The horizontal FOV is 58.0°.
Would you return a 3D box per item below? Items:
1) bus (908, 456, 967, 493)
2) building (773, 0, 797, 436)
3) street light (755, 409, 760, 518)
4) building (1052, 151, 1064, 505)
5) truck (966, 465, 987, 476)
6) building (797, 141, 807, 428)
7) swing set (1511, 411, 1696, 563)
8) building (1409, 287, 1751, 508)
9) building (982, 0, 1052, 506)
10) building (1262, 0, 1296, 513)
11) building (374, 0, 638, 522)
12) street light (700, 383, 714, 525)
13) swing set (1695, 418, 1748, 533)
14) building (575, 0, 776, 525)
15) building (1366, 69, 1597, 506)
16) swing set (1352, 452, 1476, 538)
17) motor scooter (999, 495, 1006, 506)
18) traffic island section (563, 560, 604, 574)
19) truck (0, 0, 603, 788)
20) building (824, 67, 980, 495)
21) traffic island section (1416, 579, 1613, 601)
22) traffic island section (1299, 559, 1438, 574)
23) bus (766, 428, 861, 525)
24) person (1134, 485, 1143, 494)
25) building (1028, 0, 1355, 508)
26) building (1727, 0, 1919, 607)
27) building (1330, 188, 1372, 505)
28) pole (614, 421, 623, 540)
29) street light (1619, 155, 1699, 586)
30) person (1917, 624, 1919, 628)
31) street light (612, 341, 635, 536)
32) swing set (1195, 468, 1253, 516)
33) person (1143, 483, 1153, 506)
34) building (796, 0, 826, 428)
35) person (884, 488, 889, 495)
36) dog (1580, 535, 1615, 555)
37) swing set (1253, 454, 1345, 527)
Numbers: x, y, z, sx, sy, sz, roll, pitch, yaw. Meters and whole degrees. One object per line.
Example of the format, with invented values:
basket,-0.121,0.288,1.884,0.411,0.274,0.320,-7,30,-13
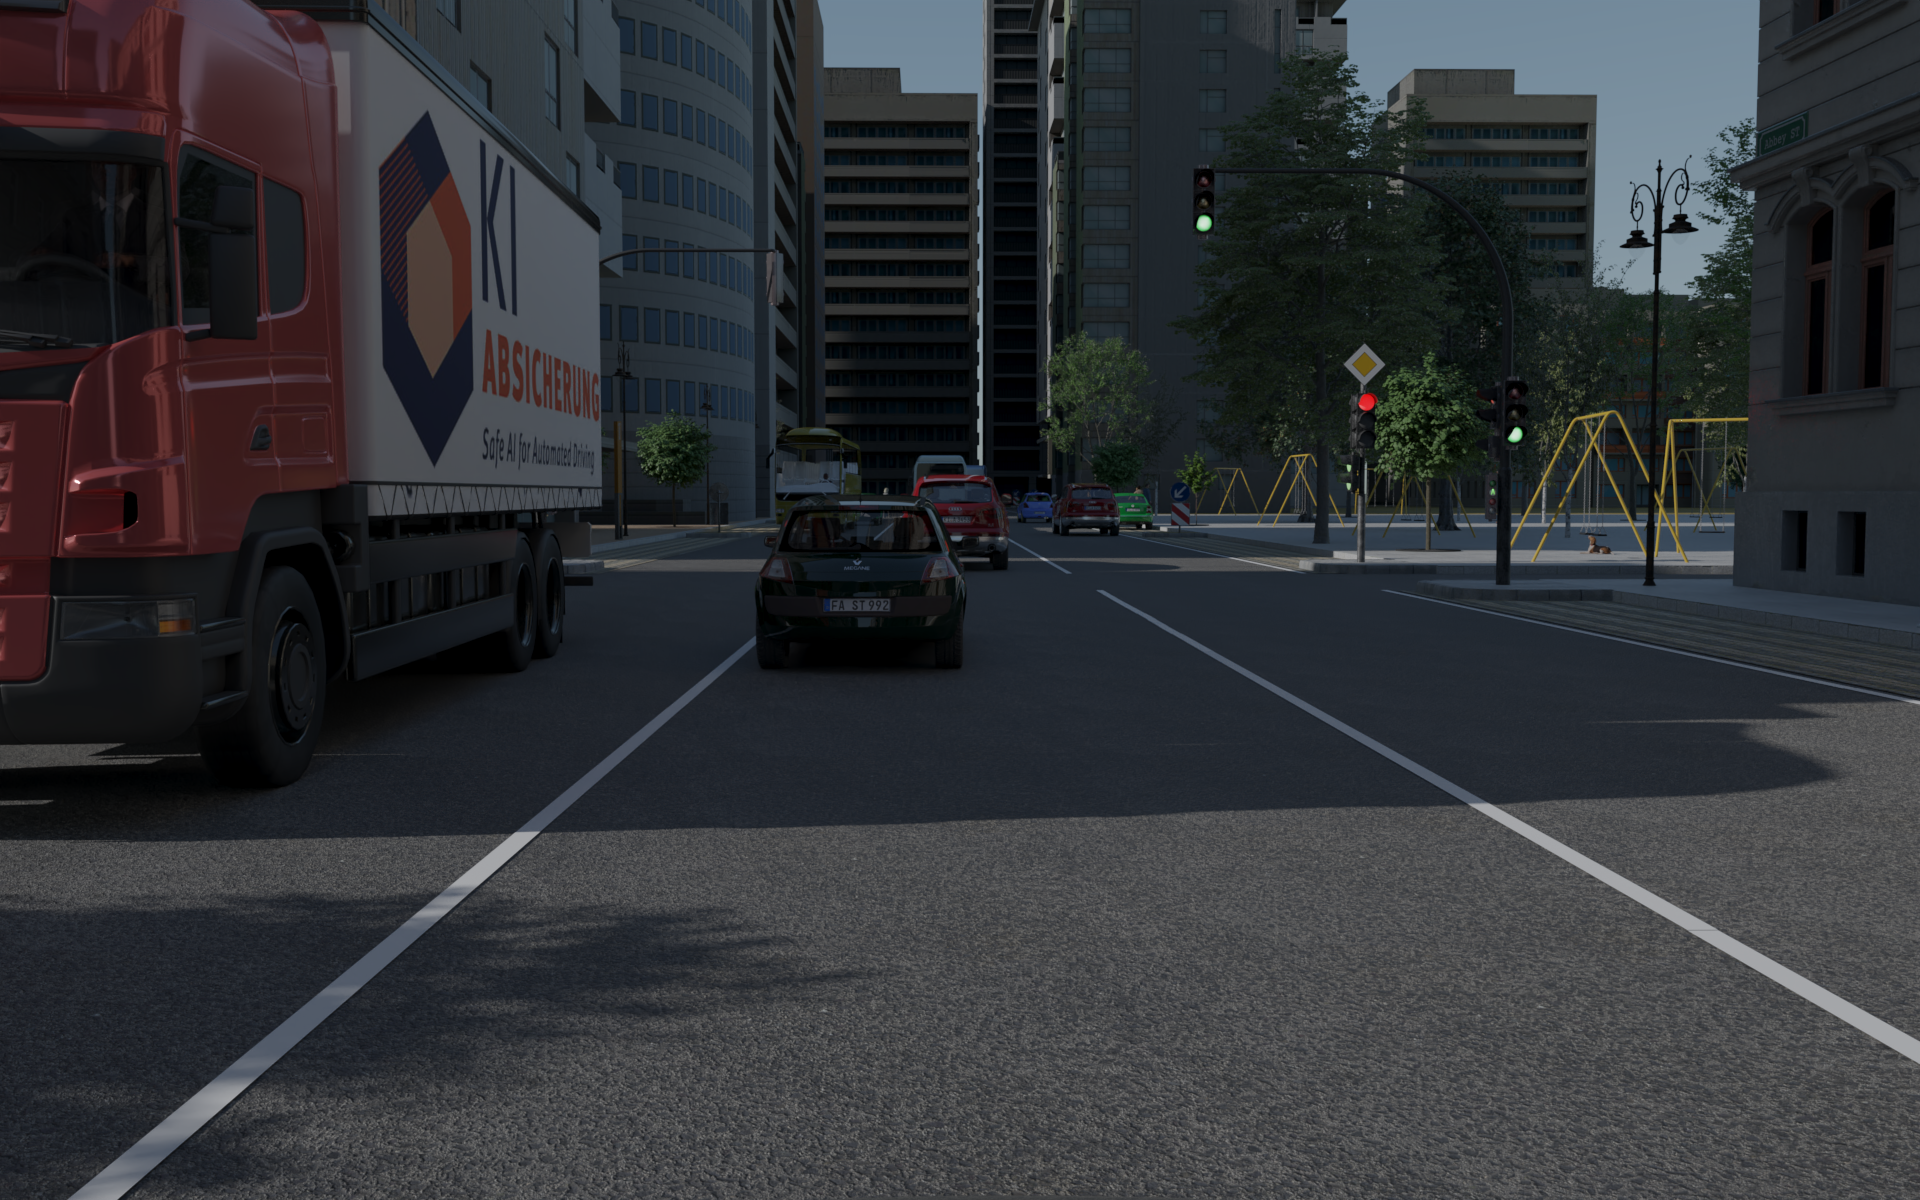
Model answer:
bus,-1.161,-5.772,89.232,2.948,3.499,13.247,0,4,-2
building,-22.461,-30.179,117.123,21.300,48.544,21.600,0,4,-1
street light,-10.899,-7.299,92.131,0.468,5.910,1.993,0,4,-1
building,14.806,-23.068,148.870,14.160,30.474,14.107,0,4,-1
truck,1.359,-10.166,155.976,2.967,4.110,18.799,0,4,0
building,-19.561,-22.271,135.830,14.160,30.474,14.107,0,4,-1
swing set,12.426,-2.227,34.023,2.862,2.851,3.119,0,4,7
building,62.860,-19.982,171.744,28.899,21.520,27.650,0,4,-1
building,13.097,-46.633,200.708,20.611,71.187,20.563,0,4,-1
building,14.917,-26.693,120.021,14.154,41.232,14.086,0,4,-1
building,-24.694,-27.998,47.014,28.713,52.752,27.495,0,4,-1
street light,-10.517,-6.080,72.188,0.468,5.910,1.993,0,4,-1
swing set,16.018,-2.332,35.750,3.119,2.851,2.862,2,4,31
building,-20.679,-33.071,82.704,21.231,58.520,28.212,0,4,-1
building,59.162,-35.344,201.569,21.600,48.544,21.300,0,4,-1
swing set,13.690,-3.336,52.165,2.862,2.851,3.119,0,4,-5
motor scooter,4.482,-10.265,180.602,0.815,1.314,1.986,0,4,0
traffic island section,-7.792,-0.608,32.227,2.009,0.180,2.903,0,4,-1
truck,-4.575,-1.400,11.799,2.839,4.237,11.283,0,4,-2
building,-8.746,-35.302,200.884,21.600,48.544,21.300,0,4,-1
traffic island section,7.694,-0.137,24.520,2.009,0.180,2.903,0,4,-1
traffic island section,7.547,-0.625,32.504,2.009,0.180,2.903,0,4,-1
bus,-5.471,-4.664,67.806,2.896,3.916,12.252,0,3,0
person,11.266,-6.286,108.833,1.348,1.823,0.705,0,4,4
building,21.736,-35.479,169.315,28.713,52.752,27.495,0,4,-1
building,17.223,-13.760,12.364,14.401,28.519,23.554,0,4,-1
building,35.472,-31.512,207.096,23.993,40.220,32.217,0,4,-1
pole,-9.579,-3.346,48.544,0.158,3.312,0.155,0,3,0
street light,9.656,-3.137,24.078,0.468,5.910,1.993,0,4,-1
person,9.531,-0.583,16.571,0.522,1.701,0.512,3,5,44
street light,-10.175,-4.879,52.560,0.468,5.910,1.993,0,4,-1
swing set,15.998,-6.508,104.017,2.862,2.851,3.119,3,4,38
person,9.371,-4.966,87.266,0.654,1.822,0.581,-1,4,-13
building,-19.057,-30.581,150.116,14.600,45.320,14.200,0,4,-1
person,-4.446,-5.924,105.542,0.526,1.800,0.537,-2,4,-29
dog,13.621,-1.178,36.994,0.550,0.427,0.748,0,4,-1
swing set,13.557,-4.372,69.110,2.862,2.851,3.119,0,4,-3
